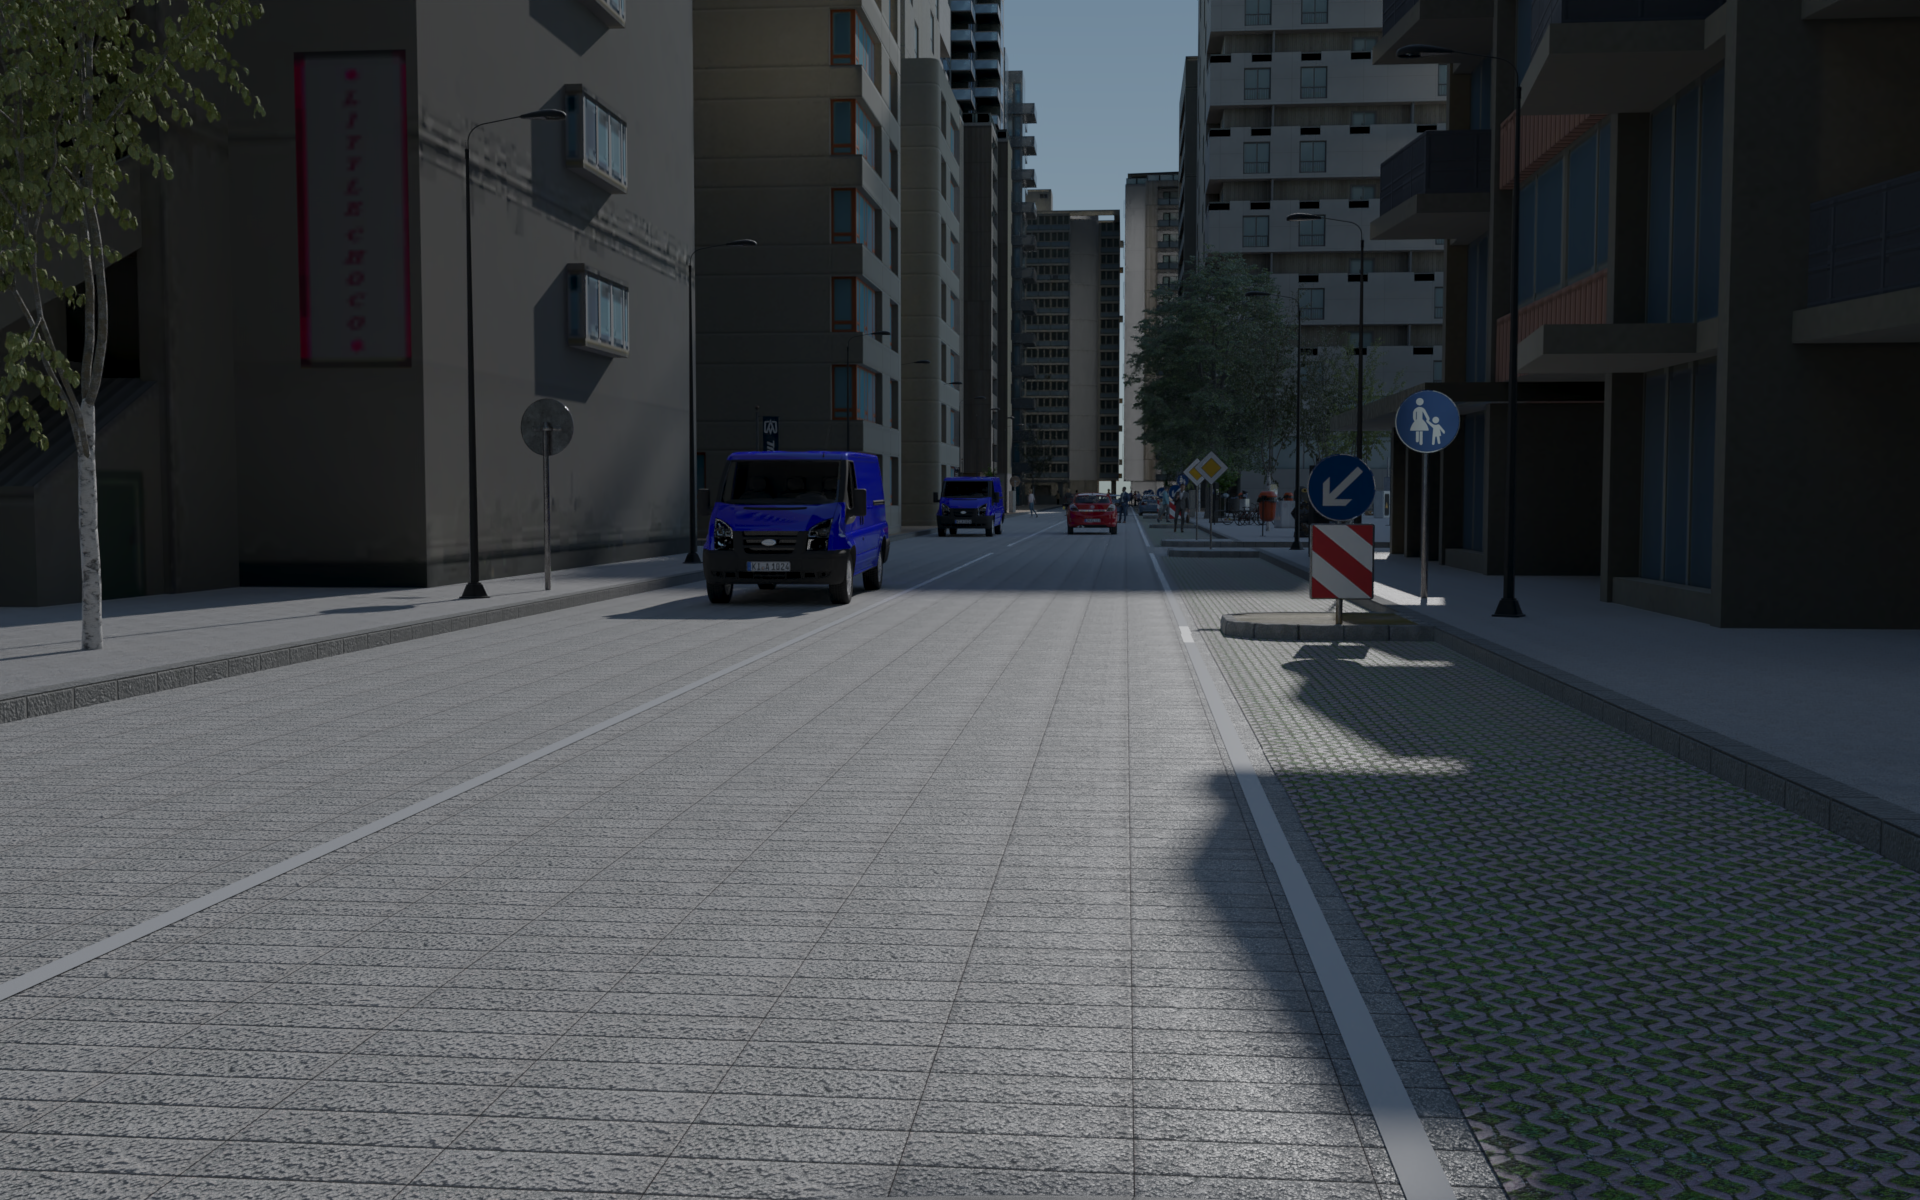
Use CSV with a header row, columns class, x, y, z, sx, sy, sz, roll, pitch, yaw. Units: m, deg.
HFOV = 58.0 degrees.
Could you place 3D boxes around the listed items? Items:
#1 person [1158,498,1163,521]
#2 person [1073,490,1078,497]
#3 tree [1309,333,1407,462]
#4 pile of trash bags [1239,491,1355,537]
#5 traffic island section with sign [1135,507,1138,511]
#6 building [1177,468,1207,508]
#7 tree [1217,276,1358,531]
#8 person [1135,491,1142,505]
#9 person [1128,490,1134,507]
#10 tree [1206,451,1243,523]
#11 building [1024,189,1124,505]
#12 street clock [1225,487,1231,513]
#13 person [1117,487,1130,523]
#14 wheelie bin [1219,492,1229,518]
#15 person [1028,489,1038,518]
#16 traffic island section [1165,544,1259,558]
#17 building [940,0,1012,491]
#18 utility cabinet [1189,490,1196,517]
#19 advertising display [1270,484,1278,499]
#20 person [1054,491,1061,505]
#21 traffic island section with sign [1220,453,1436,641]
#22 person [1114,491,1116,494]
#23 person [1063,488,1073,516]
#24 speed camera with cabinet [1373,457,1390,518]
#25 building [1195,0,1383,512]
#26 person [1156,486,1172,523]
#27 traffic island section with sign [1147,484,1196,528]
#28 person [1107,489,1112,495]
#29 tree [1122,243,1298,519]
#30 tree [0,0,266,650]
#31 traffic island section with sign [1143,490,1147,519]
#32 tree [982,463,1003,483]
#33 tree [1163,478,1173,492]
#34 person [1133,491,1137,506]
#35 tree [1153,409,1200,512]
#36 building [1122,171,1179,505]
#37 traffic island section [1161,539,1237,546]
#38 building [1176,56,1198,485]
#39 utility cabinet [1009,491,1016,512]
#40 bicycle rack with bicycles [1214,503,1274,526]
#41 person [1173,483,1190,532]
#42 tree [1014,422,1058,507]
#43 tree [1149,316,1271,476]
class,x,y,z,sx,sy,sz,roll,pitch,yaw
person,10.719,-4.790,91.829,0.382,1.210,0.505,-2,4,-34
person,10.892,-9.331,161.068,1.348,1.823,0.705,3,5,40
tree,18.530,-7.930,80.016,4.737,8.622,4.395,0,3,0
pile of trash bags,10.401,-2.569,51.762,3.447,1.369,1.912,3,5,41
traffic island section with sign,16.293,-8.614,149.460,1.989,1.847,2.006,0,4,5
building,31.270,-44.286,162.323,20.563,71.187,20.611,0,4,5
tree,10.863,-6.679,59.567,4.360,8.622,3.978,0,3,0
person,17.243,-9.643,167.099,0.756,1.711,0.436,0,4,6
person,18.798,-11.103,189.899,0.709,1.838,0.599,-2,4,-28
tree,11.641,-5.099,77.965,1.663,3.219,1.824,0,3,0
building,9.000,-32.519,223.568,23.993,40.220,32.217,0,4,5
street clock,17.798,-6.770,115.266,0.471,2.002,0.358,2,4,35
person,8.049,-4.692,85.404,0.721,1.800,0.419,3,5,43
wheelie bin,14.002,-5.218,93.218,0.980,1.594,0.693,1,4,18
person,4.457,-5.855,104.906,0.598,1.740,0.731,1,4,17
traffic island section,5.841,-1.097,40.217,2.009,0.180,2.903,0,4,5
building,-6.126,-51.444,153.789,22.319,86.520,31.000,0,4,5
utility cabinet,12.699,-5.271,94.864,0.318,1.500,1.173,0,4,4
advertising display,20.386,-6.572,112.670,0.123,1.923,0.974,3,5,40
person,11.567,-12.009,204.942,1.348,1.812,0.705,-3,5,-42
traffic island section with sign,3.703,-0.558,17.747,1.989,1.847,2.006,0,4,5
person,17.532,-11.460,196.593,0.721,1.735,1.217,2,4,24
person,7.450,-6.425,113.771,1.509,1.804,0.699,3,4,37
speed camera with cabinet,22.789,-6.012,92.627,0.660,3.252,2.038,2,4,35
building,32.904,-33.573,138.162,28.713,52.752,27.495,0,4,5
person,10.216,-4.782,86.549,0.748,1.841,0.638,1,4,17
traffic island section with sign,8.950,-3.916,72.653,1.989,1.847,2.006,0,4,5
person,11.039,-7.346,128.571,1.348,1.831,0.705,1,4,9
tree,13.094,-11.204,89.840,9.857,13.997,8.962,0,3,0
tree,-7.396,-3.891,13.974,4.737,8.622,4.395,0,3,0
traffic island section with sign,11.603,-5.611,100.369,1.989,1.847,2.006,0,4,5
tree,1.831,-7.005,109.125,1.663,3.219,1.824,0,3,0
tree,22.732,-12.032,191.321,1.663,3.219,1.824,0,3,0
person,20.152,-11.639,198.742,0.705,1.831,1.348,3,5,40
tree,16.940,-10.629,124.151,4.737,8.622,4.395,0,3,0
building,27.131,-32.387,213.119,14.086,41.232,14.154,0,4,5
traffic island section,6.601,-1.583,48.166,2.009,0.180,2.903,0,4,5
building,34.166,-34.263,183.900,21.300,48.544,21.600,0,4,5
utility cabinet,3.596,-6.772,119.393,0.318,1.500,1.173,1,4,11
bicycle rack with bicycles,11.931,-3.549,71.403,2.925,0.926,2.852,-2,4,-24
person,8.224,-3.420,64.386,0.622,1.834,0.822,0,3,0
tree,7.582,-13.601,172.735,4.360,8.622,3.978,0,3,0
tree,15.092,-11.411,104.695,7.486,12.596,7.792,0,3,0
